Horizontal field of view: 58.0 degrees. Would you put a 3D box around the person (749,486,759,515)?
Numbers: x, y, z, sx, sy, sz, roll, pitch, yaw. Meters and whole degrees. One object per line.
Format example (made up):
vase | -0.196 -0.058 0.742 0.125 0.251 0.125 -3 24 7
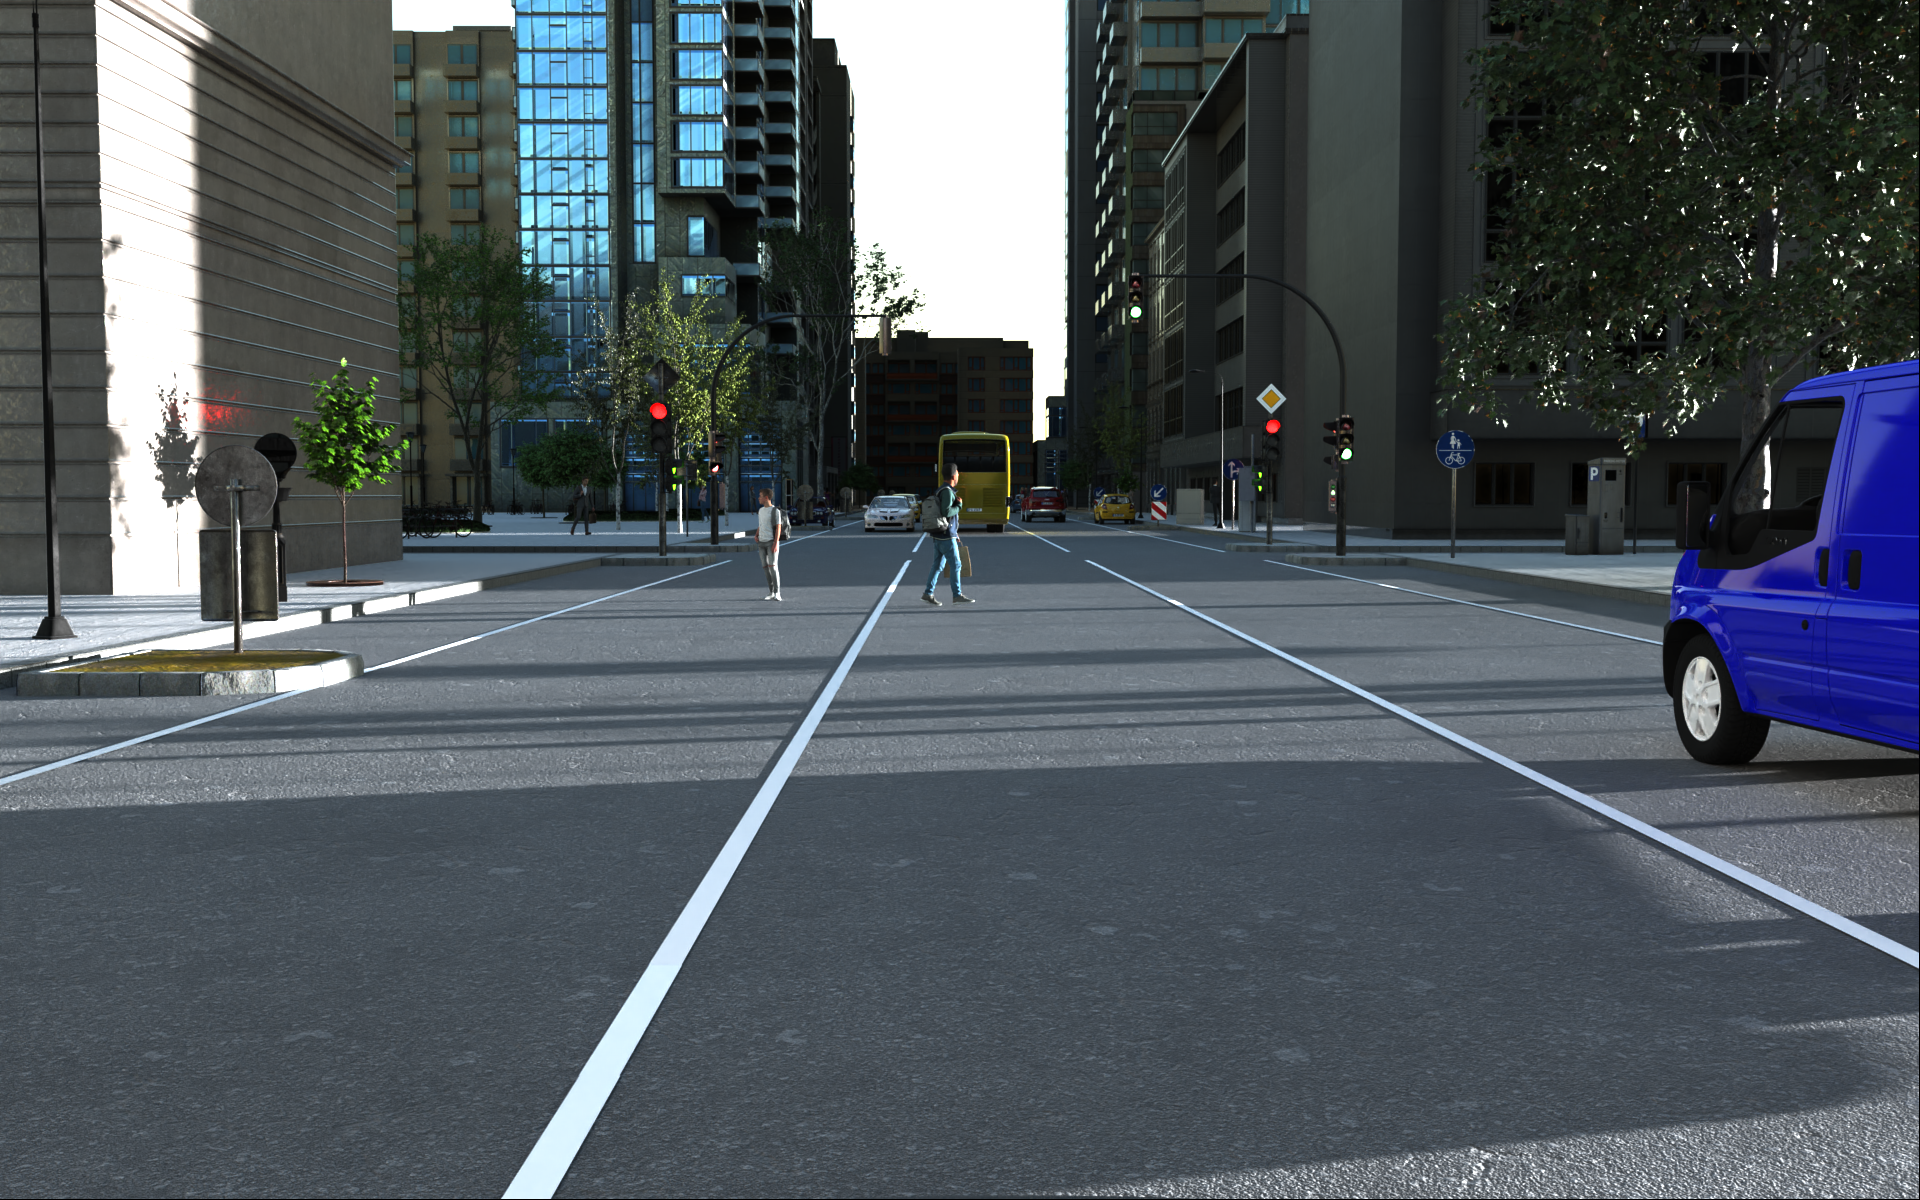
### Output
person | -12.641 -6.131 106.555 0.573 1.790 0.520 1 4 12

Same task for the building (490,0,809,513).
building | -22.565 -50.147 132.574 22.319 86.520 31.000 0 4 0

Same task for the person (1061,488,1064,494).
person | 10.253 -10.163 172.084 0.709 1.838 0.599 3 4 37

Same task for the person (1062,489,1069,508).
person | 9.470 -9.244 157.740 0.990 1.755 0.434 -2 4 -31

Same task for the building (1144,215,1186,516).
building | 17.526 -15.951 109.947 9.793 20.994 18.267 0 4 0

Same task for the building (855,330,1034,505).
building | -5.840 -22.869 218.942 28.899 21.520 27.650 0 4 0

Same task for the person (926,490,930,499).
person | -2.492 -7.446 130.956 0.721 1.735 1.217 0 4 3

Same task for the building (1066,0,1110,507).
building | 21.561 -38.919 178.319 21.231 58.520 28.212 0 4 0

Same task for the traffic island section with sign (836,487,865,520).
traffic island section with sign | -6.242 -5.322 95.649 1.989 1.847 2.006 0 4 0

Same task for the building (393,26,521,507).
building | -48.559 -34.308 180.538 30.456 49.044 23.786 0 4 0

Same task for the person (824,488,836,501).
person | -9.289 -6.993 121.057 1.217 1.739 0.721 0 4 -7

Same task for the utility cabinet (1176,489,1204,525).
utility cabinet | 9.613 -3.888 72.245 1.173 1.500 0.318 3 5 40

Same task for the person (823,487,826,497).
person | -10.031 -7.390 126.870 0.705 1.824 1.348 3 5 44

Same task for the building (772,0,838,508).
building | -21.872 -44.102 159.313 20.563 71.187 20.611 0 4 0

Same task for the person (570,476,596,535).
person | -11.811 -2.951 54.257 0.822 1.834 0.622 3 5 44

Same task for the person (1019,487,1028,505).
person | 3.598 -5.450 97.586 0.573 1.828 0.580 3 4 38

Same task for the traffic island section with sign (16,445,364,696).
traffic island section with sign | -5.726 -0.282 13.244 1.989 1.847 2.006 0 4 0

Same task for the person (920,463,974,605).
person | -0.158 -0.832 22.083 0.713 1.824 0.794 0 4 4

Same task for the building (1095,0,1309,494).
building | 23.466 -32.399 149.340 23.786 49.044 30.456 0 4 0

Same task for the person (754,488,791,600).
person | -2.562 -0.759 23.510 0.503 1.515 0.523 1 4 13

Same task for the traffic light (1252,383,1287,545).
traffic light | 7.854 -3.366 43.963 0.839 4.253 0.868 0 4 0

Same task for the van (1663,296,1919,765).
van | 4.913 -0.189 7.471 2.240 2.365 5.245 0 4 -2

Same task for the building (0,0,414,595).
building | -22.352 -11.336 27.146 24.055 21.916 13.314 0 4 0

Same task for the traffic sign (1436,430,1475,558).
traffic sign | 9.869 -2.110 34.608 0.768 2.556 0.104 0 4 1

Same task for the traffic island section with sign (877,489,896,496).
traffic island section with sign | -6.566 -8.407 146.086 1.989 1.847 2.006 0 4 0

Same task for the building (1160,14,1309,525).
building | 18.790 -16.309 85.725 14.314 24.678 30.058 0 4 0

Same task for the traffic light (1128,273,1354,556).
traffic light | 5.813 -3.740 35.824 4.771 5.953 1.251 0 4 0

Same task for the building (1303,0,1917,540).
building | 24.017 -15.889 53.290 24.014 27.812 14.314 0 4 0

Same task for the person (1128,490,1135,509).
person | 11.662 -6.780 117.242 0.374 1.781 0.599 -2 4 -34

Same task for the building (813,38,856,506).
building | -22.113 -34.166 182.320 21.600 48.544 21.300 0 4 0

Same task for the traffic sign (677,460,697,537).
traffic sign | -8.191 -3.049 51.981 0.606 2.300 0.079 0 4 2

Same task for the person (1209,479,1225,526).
person | 10.377 -3.953 70.033 0.648 1.900 0.474 0 4 -1

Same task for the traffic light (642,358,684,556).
traffic light | -6.156 -2.872 35.873 0.839 4.253 0.868 0 4 0

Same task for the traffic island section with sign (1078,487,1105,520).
traffic island section with sign | 7.574 -5.358 96.231 1.989 1.847 2.006 0 4 0

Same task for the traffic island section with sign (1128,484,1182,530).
traffic island section with sign | 7.745 -3.707 69.244 1.989 1.847 2.006 0 4 0

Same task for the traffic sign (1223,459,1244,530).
traffic sign | 9.865 -3.819 62.550 0.768 2.556 0.104 1 4 8

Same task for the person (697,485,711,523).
person | -11.519 -4.367 78.033 0.643 1.750 0.593 -1 4 -23

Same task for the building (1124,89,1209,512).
building | 18.944 -21.761 127.488 14.160 30.474 14.107 0 4 0

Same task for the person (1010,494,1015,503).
person | 5.141 -9.958 174.494 0.799 1.438 0.628 -1 4 -23

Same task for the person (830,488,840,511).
person | -9.374 -7.626 131.454 1.217 1.735 0.721 -2 4 -35

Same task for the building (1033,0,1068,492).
building | 24.634 -55.179 214.850 31.000 86.520 22.319 0 4 0

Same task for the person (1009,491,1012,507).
person | 5.677 -11.345 194.514 1.217 1.766 0.721 2 4 32

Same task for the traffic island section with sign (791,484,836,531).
traffic island section with sign | -6.080 -3.668 68.598 1.989 1.847 2.006 0 4 0
